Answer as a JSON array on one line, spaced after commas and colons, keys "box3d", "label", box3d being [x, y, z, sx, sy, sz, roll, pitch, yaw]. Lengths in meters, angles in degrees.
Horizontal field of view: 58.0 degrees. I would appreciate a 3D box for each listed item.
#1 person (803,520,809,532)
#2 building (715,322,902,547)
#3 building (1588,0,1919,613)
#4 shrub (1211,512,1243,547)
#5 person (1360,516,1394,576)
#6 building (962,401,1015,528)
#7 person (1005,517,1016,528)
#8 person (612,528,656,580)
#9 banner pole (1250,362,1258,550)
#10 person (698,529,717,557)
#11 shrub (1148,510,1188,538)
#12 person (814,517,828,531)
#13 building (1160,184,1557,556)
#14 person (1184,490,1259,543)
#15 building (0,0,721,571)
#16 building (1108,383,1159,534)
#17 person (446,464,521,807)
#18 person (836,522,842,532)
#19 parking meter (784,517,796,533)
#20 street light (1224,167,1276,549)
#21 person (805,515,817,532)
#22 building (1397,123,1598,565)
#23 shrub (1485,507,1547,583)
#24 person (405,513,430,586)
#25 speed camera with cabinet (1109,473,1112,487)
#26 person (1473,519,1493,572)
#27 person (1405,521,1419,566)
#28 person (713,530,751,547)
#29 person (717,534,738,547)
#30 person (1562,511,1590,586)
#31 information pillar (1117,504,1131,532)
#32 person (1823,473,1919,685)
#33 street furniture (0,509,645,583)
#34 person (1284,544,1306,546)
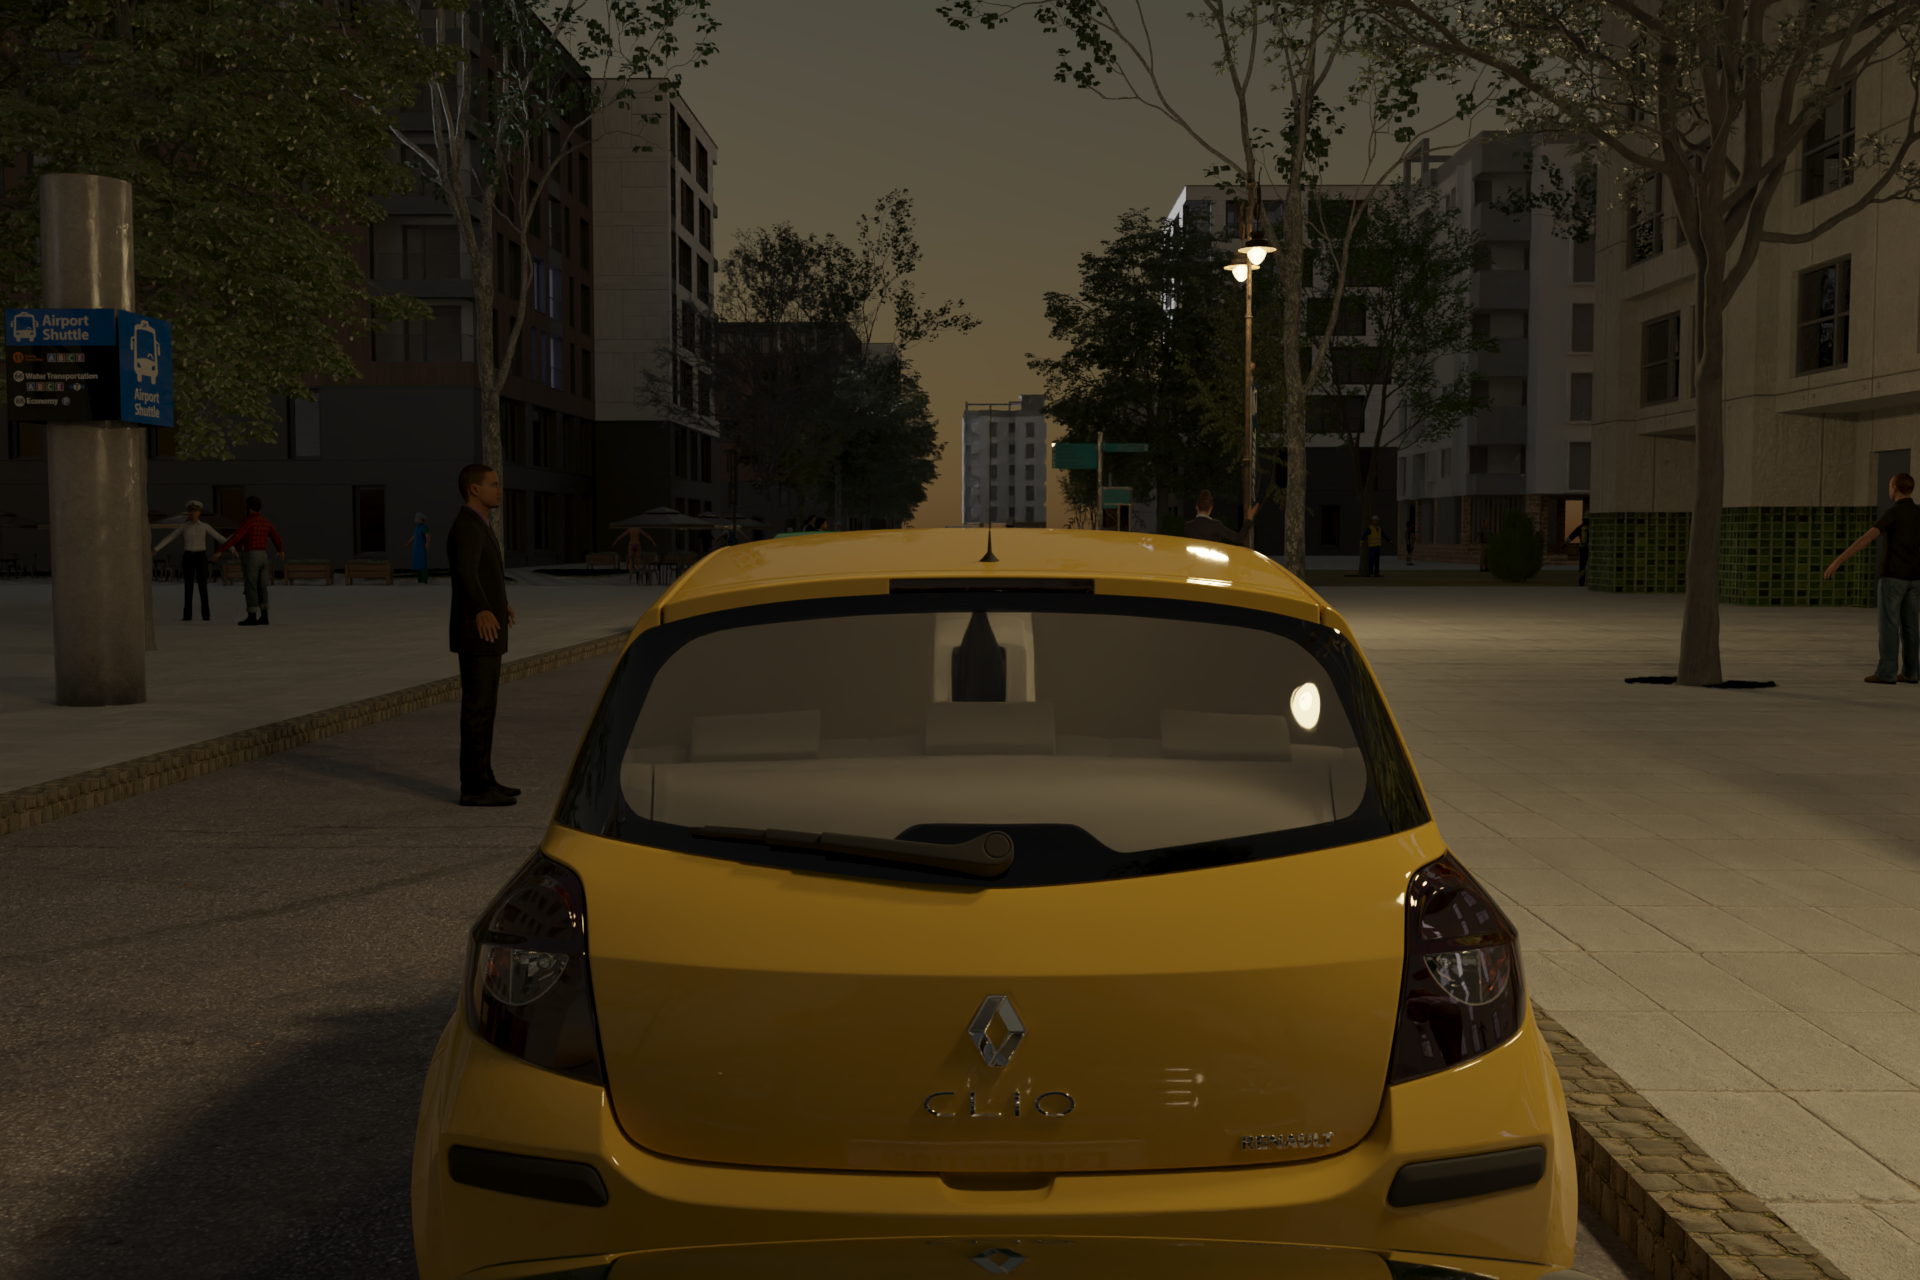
[{"box3d": [-5.657, -3.557, 64.340, 0.705, 1.806, 1.347, 0, 4, -2], "label": "person"}, {"box3d": [-21.015, -20.753, 183.289, 27.936, 21.610, 32.646, 0, 4, 2], "label": "building"}, {"box3d": [22.111, -9.545, 22.511, 16.747, 18.905, 31.486, 0, 4, 1], "label": "building"}, {"box3d": [8.747, -3.286, 58.152, 1.690, 2.028, 1.600, 0, 3, 0], "label": "shrub"}, {"box3d": [12.419, -2.803, 51.791, 1.349, 1.833, 0.705, -2, 4, -30], "label": "person"}, {"box3d": [0.699, -23.207, 238.306, 11.380, 20.090, 16.016, 0, 4, -4], "label": "building"}, {"box3d": [1.270, -2.151, 43.396, 1.354, 1.858, 0.705, 2, 4, 28], "label": "person"}, {"box3d": [-9.131, -2.556, 48.596, 1.217, 1.733, 0.721, -1, 4, -13], "label": "person"}, {"box3d": [4.229, -2.144, 25.079, 0.401, 3.779, 0.863, 0, 4, 1], "label": "banner pole"}, {"box3d": [-10.597, -4.049, 72.345, 0.704, 1.812, 1.346, -3, 5, -41], "label": "person"}, {"box3d": [6.209, -2.841, 50.862, 1.690, 2.028, 1.600, 0, 3, 0], "label": "shrub"}, {"box3d": [-2.500, -1.417, 32.347, 0.721, 1.740, 1.216, -1, 4, -13], "label": "person"}, {"box3d": [27.343, -16.750, 117.842, 27.936, 21.610, 32.646, 0, 4, 1], "label": "building"}, {"box3d": [2.649, -0.661, 17.655, 0.742, 1.727, 0.445, 0, 4, 2], "label": "person"}, {"box3d": [-27.033, -14.194, 76.051, 27.936, 21.610, 32.646, 0, 4, 1], "label": "building"}, {"box3d": [26.887, -21.059, 210.775, 16.747, 18.905, 31.486, 0, 4, 1], "label": "building"}, {"box3d": [-2.533, -0.034, 9.234, 0.704, 1.802, 1.346, -1, 4, -11], "label": "person"}, {"box3d": [-4.778, -3.871, 69.748, 0.721, 1.772, 1.216, 0, 4, 7], "label": "person"}, {"box3d": [-5.957, -3.372, 60.839, 0.399, 1.863, 0.255, 0, 4, 3], "label": "parking meter"}, {"box3d": [3.714, -3.031, 22.348, 0.468, 5.910, 1.993, 0, 4, 2], "label": "street light"}, {"box3d": [-4.044, -2.542, 47.748, 0.705, 1.806, 1.347, 1, 4, 21], "label": "person"}, {"box3d": [26.713, -13.922, 84.050, 16.016, 20.090, 11.380, 0, 4, 1], "label": "building"}, {"box3d": [14.672, -2.530, 45.782, 1.690, 2.028, 1.600, 0, 3, 0], "label": "shrub"}, {"box3d": [-13.449, -2.262, 43.112, 0.704, 1.817, 1.347, -3, 5, -40], "label": "person"}, {"box3d": [5.016, -3.733, 55.371, 0.660, 3.252, 2.038, 0, 4, 2], "label": "speed camera with cabinet"}, {"box3d": [17.933, -3.229, 59.059, 1.348, 1.796, 0.705, -2, 4, -31], "label": "person"}, {"box3d": [18.330, -3.933, 70.446, 0.704, 1.843, 1.345, 0, 4, -6], "label": "person"}, {"box3d": [-7.719, -3.238, 58.796, 1.347, 1.847, 0.705, 0, 4, -7], "label": "person"}, {"box3d": [-10.542, -4.471, 78.863, 0.705, 1.858, 1.354, 3, 4, 37], "label": "person"}, {"box3d": [15.438, -2.250, 42.574, 1.354, 1.856, 0.705, 3, 5, 42], "label": "person"}, {"box3d": [3.990, -2.307, 42.209, 0.304, 2.012, 0.304, 0, 4, 1], "label": "information pillar"}, {"box3d": [8.043, -0.529, 14.865, 1.348, 1.803, 0.705, -1, 4, -16], "label": "person"}, {"box3d": [-24.188, -2.866, 51.896, 27.439, 1.986, 14.083, 0, 4, 4], "label": "street furniture"}, {"box3d": [13.993, -3.861, 72.394, 0.991, 1.433, 0.599, -1, 4, -12], "label": "person"}]
